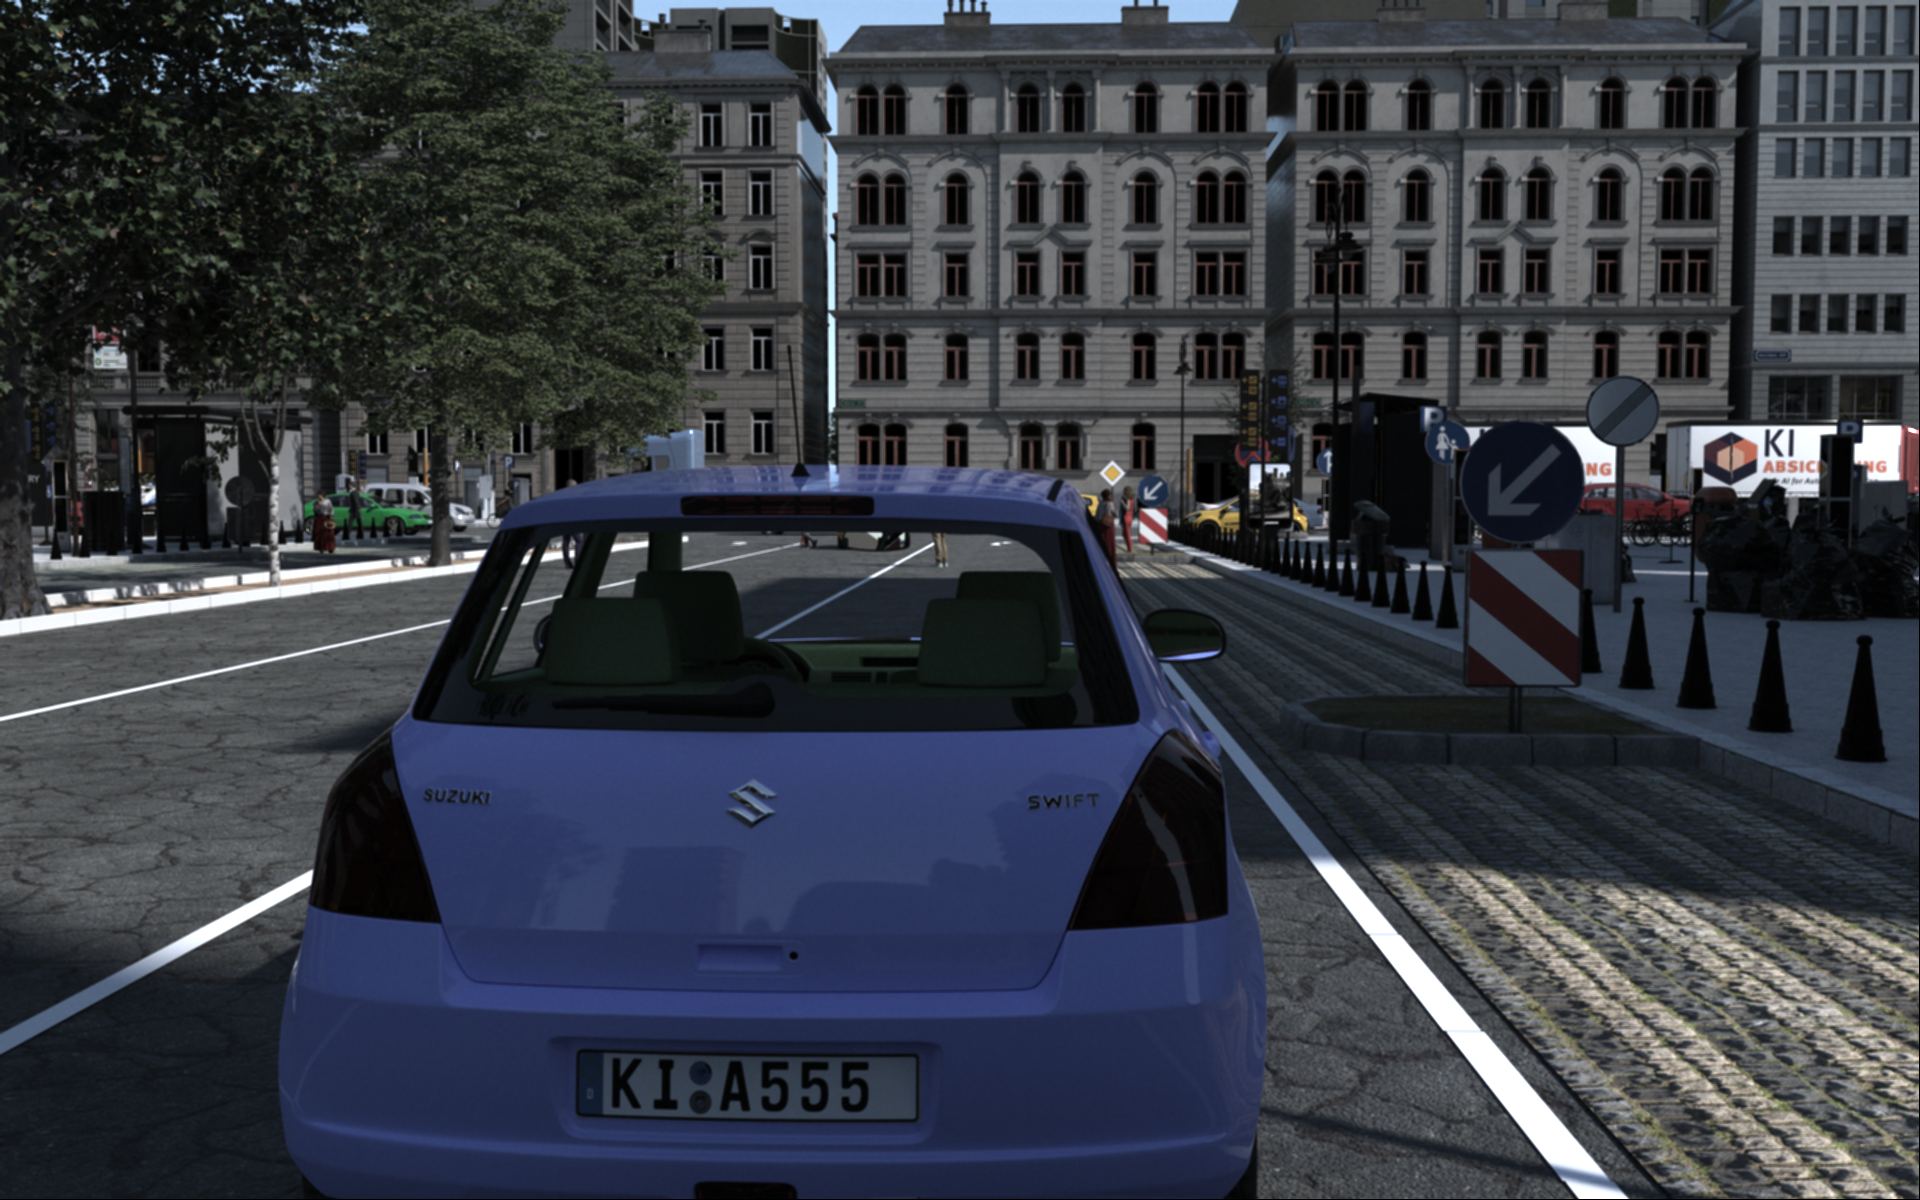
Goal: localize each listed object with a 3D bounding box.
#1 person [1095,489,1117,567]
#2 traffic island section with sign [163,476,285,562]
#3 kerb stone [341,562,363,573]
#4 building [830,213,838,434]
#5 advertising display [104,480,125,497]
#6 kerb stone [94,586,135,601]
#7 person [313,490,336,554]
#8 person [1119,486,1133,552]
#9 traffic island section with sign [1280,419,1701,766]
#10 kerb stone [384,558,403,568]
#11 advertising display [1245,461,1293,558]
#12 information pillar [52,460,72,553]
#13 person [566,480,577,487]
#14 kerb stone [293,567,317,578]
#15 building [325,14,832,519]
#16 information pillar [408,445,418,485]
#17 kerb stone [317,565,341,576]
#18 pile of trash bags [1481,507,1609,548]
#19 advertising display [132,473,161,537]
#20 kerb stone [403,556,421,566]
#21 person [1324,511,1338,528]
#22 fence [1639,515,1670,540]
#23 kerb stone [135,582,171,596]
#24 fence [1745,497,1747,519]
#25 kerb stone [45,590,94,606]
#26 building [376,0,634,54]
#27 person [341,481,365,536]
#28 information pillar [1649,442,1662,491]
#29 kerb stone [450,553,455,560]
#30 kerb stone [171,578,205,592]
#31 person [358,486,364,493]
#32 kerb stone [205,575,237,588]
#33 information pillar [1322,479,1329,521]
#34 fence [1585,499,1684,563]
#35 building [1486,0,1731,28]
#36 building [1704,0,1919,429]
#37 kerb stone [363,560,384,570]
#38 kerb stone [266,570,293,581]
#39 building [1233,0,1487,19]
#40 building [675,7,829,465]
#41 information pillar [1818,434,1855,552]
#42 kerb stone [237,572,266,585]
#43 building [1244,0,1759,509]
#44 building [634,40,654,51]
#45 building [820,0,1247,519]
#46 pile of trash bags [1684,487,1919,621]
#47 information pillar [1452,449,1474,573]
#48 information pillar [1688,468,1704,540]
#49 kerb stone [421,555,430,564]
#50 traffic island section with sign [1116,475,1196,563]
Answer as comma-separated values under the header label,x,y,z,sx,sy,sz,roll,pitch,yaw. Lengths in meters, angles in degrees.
label,x,y,z,sx,sy,sz,roll,pitch,yaw
person,2.690,-1.290,32.057,0.387,1.526,0.523,-2,4,-35
traffic island section with sign,-15.764,-1.757,37.363,1.989,1.847,2.006,0,4,2
kerb stone,-11.210,-0.580,31.674,0.120,0.150,1.000,0,4,2
building,-5.864,-36.974,259.150,28.867,44.769,22.147,0,4,2
advertising display,-38.256,-4.483,78.504,0.974,1.923,0.123,-2,4,-26
kerb stone,-11.535,-0.077,23.461,0.120,0.150,1.000,0,4,2
person,-15.215,-1.865,41.468,0.523,1.526,0.387,-1,4,-10
person,3.891,-1.857,40.570,0.444,1.614,0.593,3,5,40
traffic island section with sign,2.924,-0.086,10.028,1.989,1.847,2.006,0,4,2
kerb stone,-11.142,-0.705,33.735,0.120,0.150,1.000,0,4,2
advertising display,6.127,-1.783,34.373,0.974,1.923,0.123,-1,4,-16
information pillar,-19.590,-2.036,37.779,0.304,2.012,0.304,-1,4,-19
person,-7.442,-1.457,33.259,0.436,1.711,0.756,-2,4,-31
kerb stone,-11.296,-0.445,29.617,0.120,0.150,1.000,0,4,2
building,-20.199,-18.228,95.291,25.104,27.353,12.463,0,4,2
information pillar,-26.179,-5.602,82.943,0.504,3.616,0.183,1,4,15
kerb stone,-11.260,-0.514,30.650,0.120,0.150,1.000,0,4,2
pile of trash bags,8.234,-0.908,24.604,1.912,1.369,3.447,3,5,40
advertising display,-24.454,-2.869,52.127,0.123,1.923,0.974,2,4,34
kerb stone,-11.100,-0.770,34.777,0.120,0.150,1.000,0,4,2
person,11.707,-2.400,53.237,1.012,1.151,0.738,1,4,12
fence,19.792,-2.078,49.346,0.278,0.683,2.069,0,4,3
kerb stone,-11.498,-0.140,24.486,0.120,0.150,1.000,0,4,2
fence,20.295,-2.051,44.737,0.480,1.192,2.264,2,4,24
kerb stone,-11.576,-0.014,22.431,0.120,0.150,1.000,0,4,2
building,-37.776,-43.747,153.518,20.563,71.187,20.611,0,4,2
person,-20.057,-2.992,57.203,0.755,1.850,0.659,0,4,-2
information pillar,30.625,-5.197,76.326,0.504,3.616,0.183,1,4,21
kerb stone,-11.011,-0.892,36.826,0.120,0.150,1.000,0,4,2
kerb stone,-11.458,-0.195,25.516,0.120,0.150,1.000,0,4,2
person,-24.490,-3.776,70.663,0.534,1.772,0.576,2,4,26
kerb stone,-11.416,-0.266,26.544,0.120,0.150,1.000,0,4,2
information pillar,17.438,-4.775,82.559,0.304,2.012,0.304,-1,4,-10
fence,12.779,-1.343,33.165,0.480,1.192,2.264,-2,4,-26
building,65.442,-39.141,181.950,28.212,58.520,21.231,0,4,2
building,55.047,-19.241,92.075,29.804,29.767,11.434,0,4,2
kerb stone,-11.176,-0.641,32.708,0.120,0.150,1.000,0,4,2
kerb stone,-11.332,-0.391,28.592,0.120,0.150,1.000,0,4,2
building,35.627,-32.920,161.949,21.300,48.544,21.600,0,4,2
building,-31.063,-50.169,258.514,20.611,71.187,20.563,0,4,2
information pillar,10.814,-1.034,21.402,0.304,2.012,0.304,0,4,7
kerb stone,-11.370,-0.329,27.568,0.120,0.150,1.000,0,4,2
building,28.438,-18.780,94.446,23.554,28.519,14.401,0,4,2
building,-38.299,-34.421,186.485,21.600,48.544,21.300,0,4,2
building,4.904,-18.841,95.433,23.554,28.519,14.401,0,4,2
pile of trash bags,9.084,-0.578,19.200,1.912,1.369,3.447,0,4,-6
information pillar,8.230,-1.457,28.315,0.304,2.012,0.304,2,4,25
information pillar,20.680,-2.702,48.669,0.304,2.012,0.304,1,4,12
kerb stone,-11.063,-0.832,35.803,0.120,0.150,1.000,0,4,2
traffic island section with sign,3.956,-1.733,36.964,1.989,1.847,2.006,0,4,2
